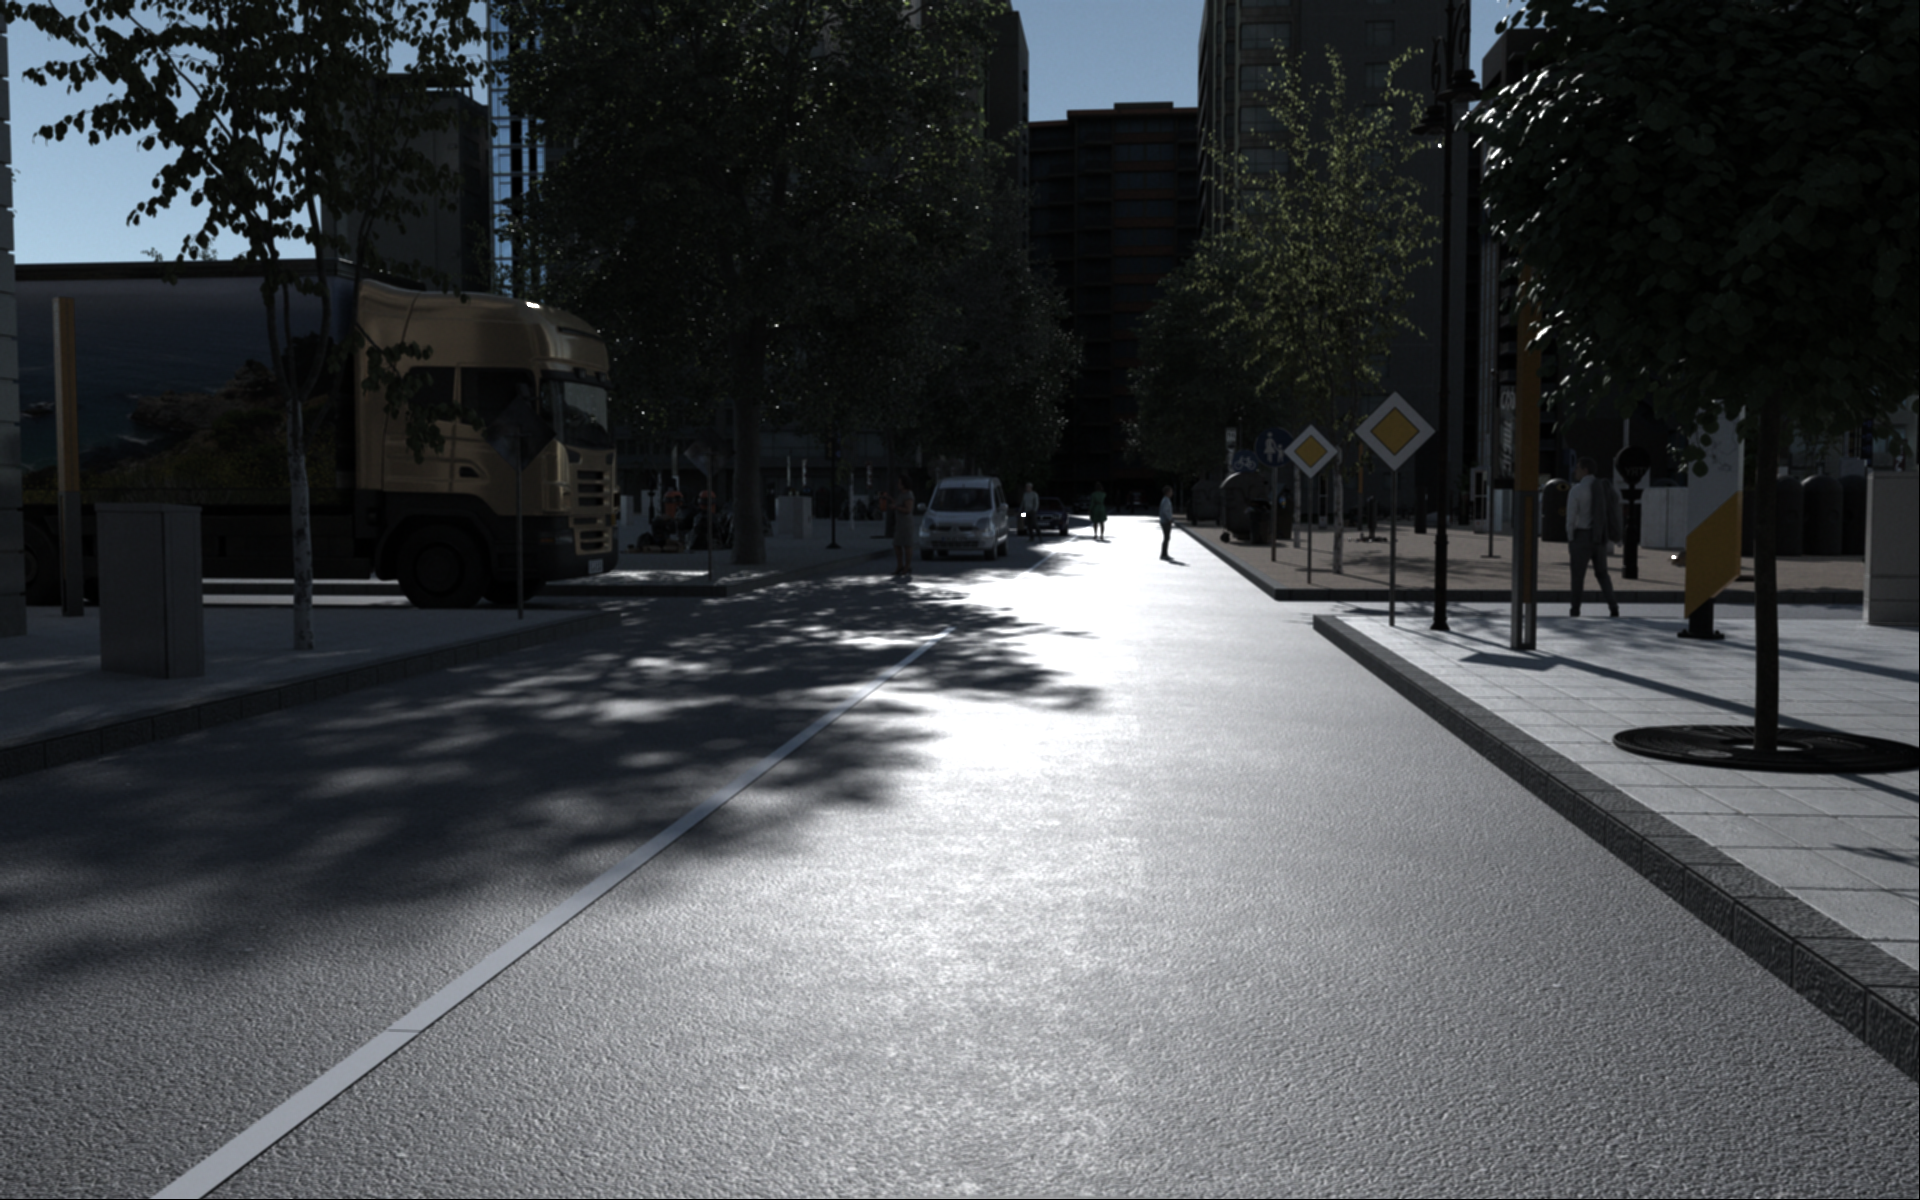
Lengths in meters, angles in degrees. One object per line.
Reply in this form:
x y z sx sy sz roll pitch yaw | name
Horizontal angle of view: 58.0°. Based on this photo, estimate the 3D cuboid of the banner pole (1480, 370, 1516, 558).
10.953 -2.754 35.047 0.863 3.779 0.401 -2 4 -25 | banner pole

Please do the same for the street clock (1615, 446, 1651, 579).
10.166 -1.325 26.226 0.471 2.002 0.358 0 4 7 | street clock

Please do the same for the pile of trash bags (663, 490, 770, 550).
-5.855 -1.930 41.307 1.912 1.369 3.447 -1 4 -16 | pile of trash bags

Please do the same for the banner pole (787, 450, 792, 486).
-9.696 -6.637 98.529 0.401 3.779 0.863 -1 4 -22 | banner pole

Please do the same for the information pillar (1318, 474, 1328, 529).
13.409 -3.635 63.926 0.304 2.012 0.304 1 4 19 | information pillar

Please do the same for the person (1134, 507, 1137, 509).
16.735 -9.540 165.214 1.217 1.736 0.721 1 4 10 | person

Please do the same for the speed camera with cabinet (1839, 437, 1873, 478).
22.085 -2.970 42.901 0.660 3.252 2.038 2 4 31 | speed camera with cabinet

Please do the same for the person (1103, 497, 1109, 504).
12.534 -8.587 152.156 1.065 1.426 0.557 0 4 -6 | person

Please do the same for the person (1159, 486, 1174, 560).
4.499 -1.674 37.686 0.330 1.601 0.589 1 4 8 | person

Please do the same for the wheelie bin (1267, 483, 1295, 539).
9.187 -2.556 49.698 0.693 1.594 0.980 -1 4 -18 | wheelie bin

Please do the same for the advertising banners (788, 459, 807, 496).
-8.178 -5.571 87.273 0.090 3.025 2.074 -2 4 -32 | advertising banners

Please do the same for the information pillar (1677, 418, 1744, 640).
6.645 -1.461 15.247 0.183 3.616 0.504 -3 4 -36 | information pillar

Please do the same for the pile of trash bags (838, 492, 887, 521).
-4.432 -4.539 83.965 1.912 1.369 3.447 -3 4 -37 | pile of trash bags

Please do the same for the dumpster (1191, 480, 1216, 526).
10.008 -3.936 70.105 1.264 1.857 1.865 0 4 6 | dumpster

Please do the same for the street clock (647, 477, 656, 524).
-13.024 -4.193 73.122 0.358 2.002 0.471 -2 4 -34 | street clock

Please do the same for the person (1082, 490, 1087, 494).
11.401 -9.199 158.931 1.348 1.821 0.705 -1 4 -19 | person

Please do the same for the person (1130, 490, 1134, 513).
12.704 -7.257 128.073 0.530 1.710 0.541 2 4 33 | person

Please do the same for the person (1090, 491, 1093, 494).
12.810 -9.836 170.113 0.721 1.735 1.217 2 4 25 | person

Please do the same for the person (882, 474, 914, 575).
-1.102 -1.332 30.643 0.532 1.782 0.716 -1 4 -20 | person

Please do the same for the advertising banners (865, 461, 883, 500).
-4.303 -5.896 92.580 2.074 3.025 0.090 -3 5 -44 | advertising banners

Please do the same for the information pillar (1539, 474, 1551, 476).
21.572 -3.637 63.956 0.304 2.012 0.304 -1 4 -10 | information pillar

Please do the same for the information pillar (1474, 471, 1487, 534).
16.861 -3.157 56.104 0.304 2.012 0.304 3 5 41 | information pillar

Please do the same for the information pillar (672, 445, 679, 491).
-13.040 -5.387 79.438 0.183 3.616 0.504 -3 4 -38 | information pillar

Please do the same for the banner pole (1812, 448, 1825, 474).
46.061 -6.306 93.127 0.401 3.779 0.863 -3 5 -42 | banner pole

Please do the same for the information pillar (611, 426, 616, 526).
-7.784 -2.900 38.766 0.183 3.616 0.504 0 4 -5 | information pillar

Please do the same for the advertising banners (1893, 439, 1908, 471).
29.548 -3.638 55.663 0.090 3.025 2.074 -1 4 -18 | advertising banners

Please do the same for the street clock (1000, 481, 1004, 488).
2.203 -5.456 93.781 0.358 2.002 0.471 -1 4 -11 | street clock

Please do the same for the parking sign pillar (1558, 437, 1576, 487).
26.205 -5.277 74.758 1.447 3.967 1.447 2 4 34 | parking sign pillar

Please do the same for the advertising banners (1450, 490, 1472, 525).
20.027 -4.583 71.113 2.074 3.025 0.090 -1 4 -9 | advertising banners

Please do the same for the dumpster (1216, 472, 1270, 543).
7.574 -2.466 46.082 1.264 1.857 1.865 0 4 6 | dumpster

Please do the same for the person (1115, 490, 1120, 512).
12.273 -7.696 134.874 0.434 1.755 0.990 0 4 -3 | person

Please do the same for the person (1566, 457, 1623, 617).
6.860 -0.620 18.742 0.679 1.850 0.850 -1 4 -16 | person

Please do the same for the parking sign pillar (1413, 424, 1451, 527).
18.337 -4.814 67.177 1.447 3.967 1.447 3 4 39 | parking sign pillar

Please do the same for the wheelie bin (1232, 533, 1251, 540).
8.317 -2.630 50.912 0.980 1.594 0.693 -1 4 -11 | wheelie bin

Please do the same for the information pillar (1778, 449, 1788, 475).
24.633 -3.710 52.005 0.504 3.616 0.183 -1 4 -11 | information pillar

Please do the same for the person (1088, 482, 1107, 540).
4.320 -2.772 54.073 0.600 1.795 0.529 -1 4 -14 | person

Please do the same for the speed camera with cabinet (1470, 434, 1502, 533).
17.521 -3.873 57.658 0.660 3.252 2.038 2 4 31 | speed camera with cabinet

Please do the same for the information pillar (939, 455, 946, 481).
-0.923 -6.131 91.600 0.183 3.616 0.504 3 4 39 | information pillar

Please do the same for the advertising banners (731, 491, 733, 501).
-9.470 -4.725 73.443 0.090 3.025 2.074 0 4 4 | advertising banners

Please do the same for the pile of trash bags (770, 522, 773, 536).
-7.387 -2.577 51.890 3.447 1.369 1.912 -3 5 -44 | pile of trash bags

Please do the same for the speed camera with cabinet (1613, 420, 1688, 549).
16.372 -2.859 41.076 0.660 3.252 2.038 -1 4 -16 | speed camera with cabinet

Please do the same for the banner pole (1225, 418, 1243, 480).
9.052 -4.103 57.093 0.863 3.779 0.401 -2 4 -30 | banner pole

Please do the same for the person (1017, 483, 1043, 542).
2.065 -2.617 51.767 0.782 1.767 0.515 3 5 40 | person

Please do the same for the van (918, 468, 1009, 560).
0.130 -1.946 38.830 2.013 2.044 4.112 0 4 7 | van

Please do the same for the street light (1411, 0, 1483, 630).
4.541 -2.656 16.209 0.468 5.910 1.993 0 4 6 | street light
